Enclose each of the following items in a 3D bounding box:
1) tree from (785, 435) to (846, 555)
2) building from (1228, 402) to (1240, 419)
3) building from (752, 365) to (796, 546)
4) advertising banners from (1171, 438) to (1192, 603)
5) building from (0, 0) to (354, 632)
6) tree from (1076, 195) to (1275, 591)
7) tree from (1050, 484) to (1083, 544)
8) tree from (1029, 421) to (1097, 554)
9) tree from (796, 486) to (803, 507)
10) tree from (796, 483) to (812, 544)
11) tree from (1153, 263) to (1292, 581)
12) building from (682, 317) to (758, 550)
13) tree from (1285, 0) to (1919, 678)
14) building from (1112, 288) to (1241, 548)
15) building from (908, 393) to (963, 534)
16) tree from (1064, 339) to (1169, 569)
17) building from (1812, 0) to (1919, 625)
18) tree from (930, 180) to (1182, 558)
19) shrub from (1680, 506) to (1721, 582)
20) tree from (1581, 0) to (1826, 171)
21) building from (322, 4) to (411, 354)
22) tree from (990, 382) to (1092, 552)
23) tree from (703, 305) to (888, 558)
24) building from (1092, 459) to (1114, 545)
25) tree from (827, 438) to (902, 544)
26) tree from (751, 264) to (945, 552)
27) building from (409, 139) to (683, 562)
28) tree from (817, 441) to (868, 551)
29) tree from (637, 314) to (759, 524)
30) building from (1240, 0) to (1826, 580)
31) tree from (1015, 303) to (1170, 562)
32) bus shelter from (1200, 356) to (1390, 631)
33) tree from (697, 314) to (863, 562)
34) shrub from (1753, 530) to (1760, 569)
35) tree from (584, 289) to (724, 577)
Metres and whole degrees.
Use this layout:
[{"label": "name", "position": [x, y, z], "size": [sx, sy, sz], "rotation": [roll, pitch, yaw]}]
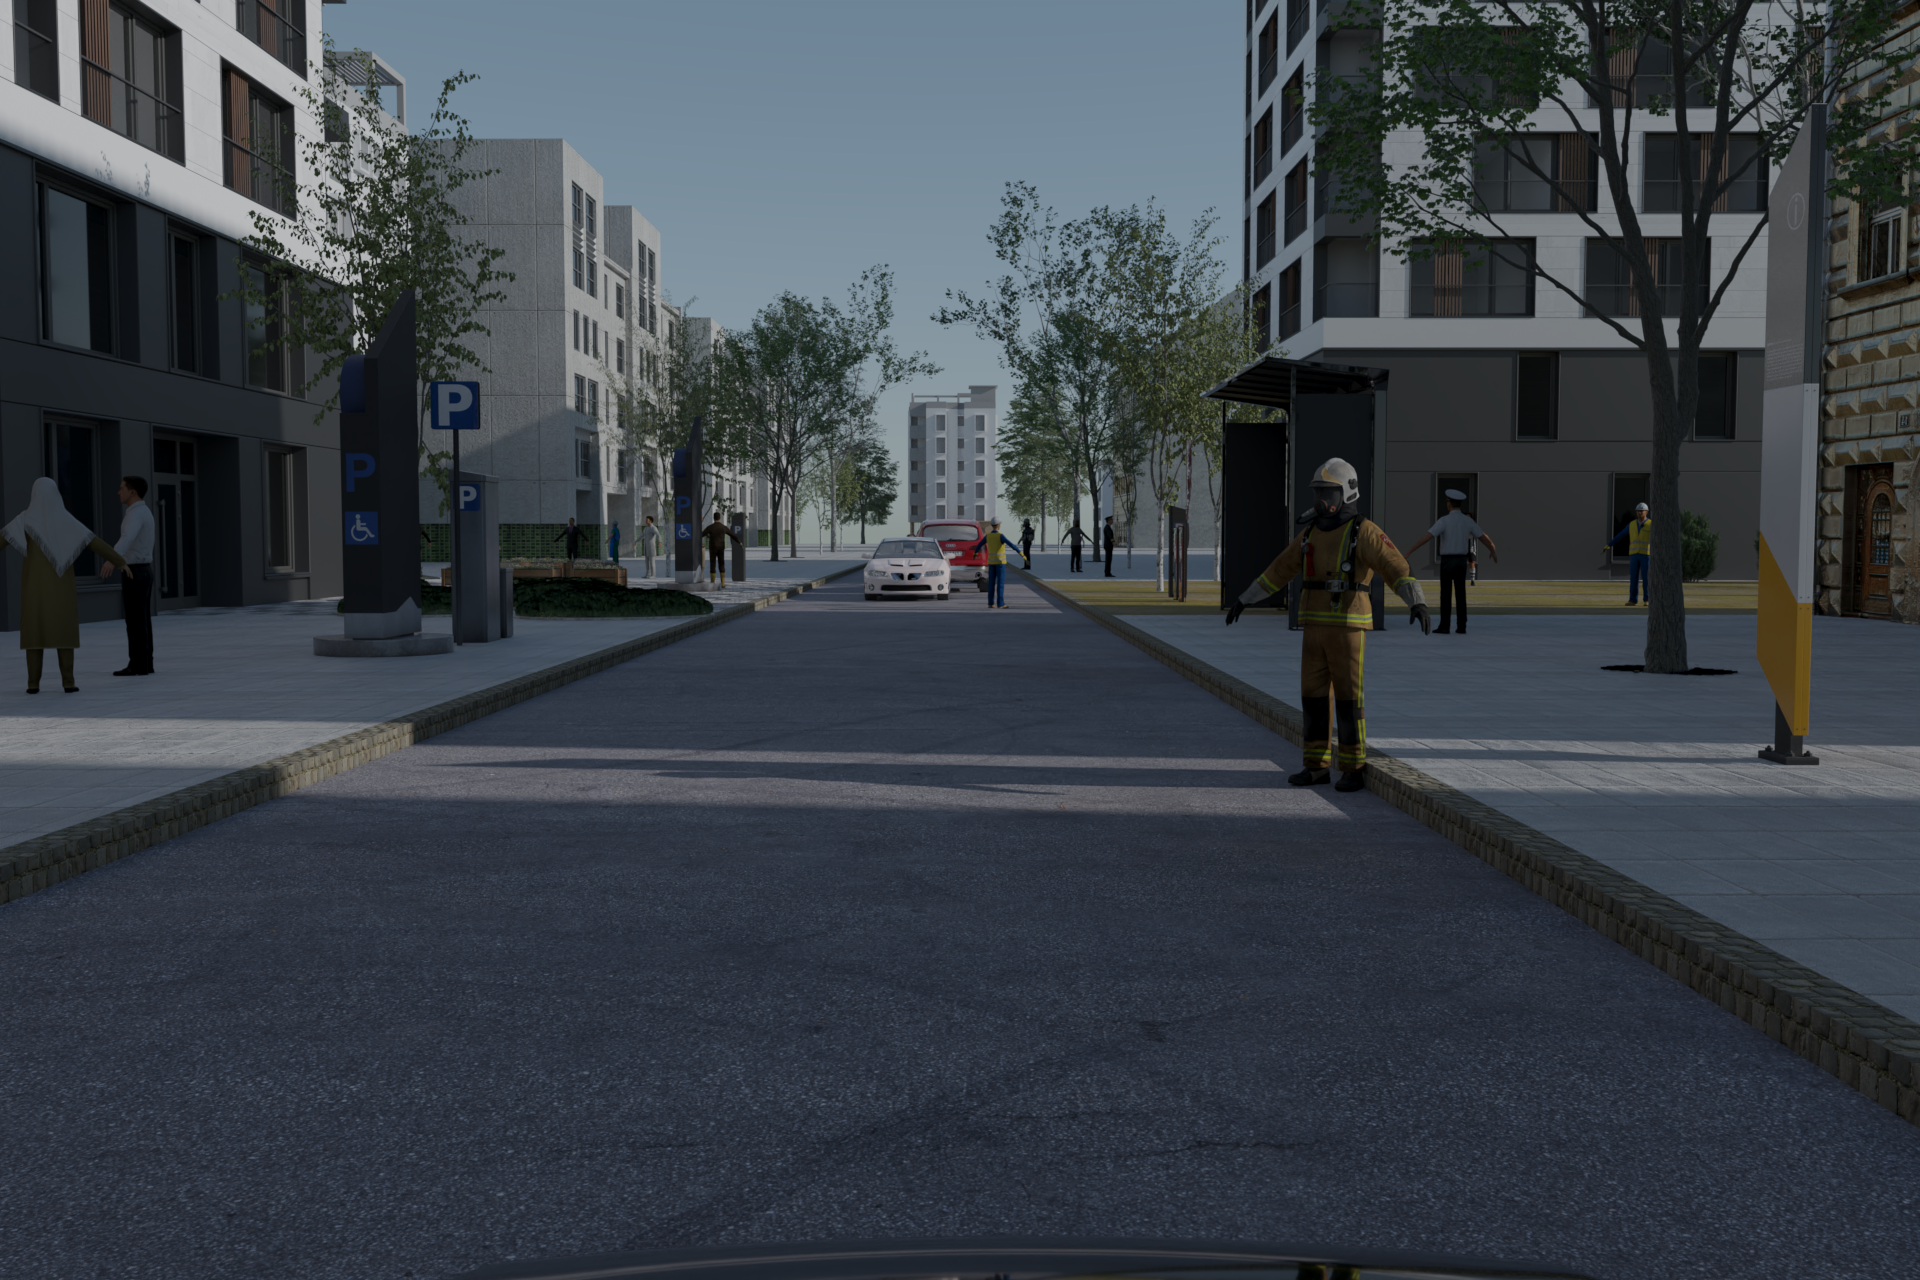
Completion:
[{"label": "tree", "position": [-8.531, -9.661, 108.323], "size": [4.360, 8.622, 3.978], "rotation": [0, 3, 0]}, {"label": "building", "position": [21.216, -9.319, 94.514], "size": [9.099, 9.664, 28.070], "rotation": [0, 4, 0]}, {"label": "building", "position": [-28.513, -20.205, 196.807], "size": [16.747, 18.905, 31.486], "rotation": [0, 4, 0]}, {"label": "advertising banners", "position": [4.200, -2.239, 32.792], "size": [0.090, 3.025, 2.074], "rotation": [0, 4, -1]}, {"label": "building", "position": [-26.332, -10.739, 19.563], "size": [27.936, 21.610, 32.646], "rotation": [0, 4, -1]}, {"label": "tree", "position": [4.731, -5.401, 38.672], "size": [4.737, 8.622, 4.395], "rotation": [0, 3, 0]}, {"label": "tree", "position": [13.821, -16.776, 224.644], "size": [4.737, 8.622, 4.395], "rotation": [0, 3, 0]}, {"label": "tree", "position": [6.131, -9.822, 110.947], "size": [4.360, 8.622, 3.978], "rotation": [0, 3, 0]}, {"label": "tree", "position": [-22.442, -16.712, 223.604], "size": [4.737, 8.622, 4.395], "rotation": [0, 3, 0]}, {"label": "tree", "position": [-20.557, -16.416, 218.770], "size": [4.737, 8.622, 4.395], "rotation": [0, 3, 0]}, {"label": "tree", "position": [7.062, -5.901, 46.836], "size": [4.737, 8.622, 4.395], "rotation": [0, 3, 0]}, {"label": "building", "position": [-28.646, -17.786, 157.261], "size": [16.747, 18.905, 31.486], "rotation": [0, 3, 0]}, {"label": "tree", "position": [6.578, -5.511, 15.868], "size": [9.928, 11.665, 9.643], "rotation": [0, 3, 0]}, {"label": "building", "position": [24.661, -20.379, 164.123], "size": [19.493, 23.208, 18.063], "rotation": [0, 4, -1]}, {"label": "building", "position": [-6.330, -22.315, 223.724], "size": [11.380, 20.090, 16.016], "rotation": [0, 4, -5]}, {"label": "tree", "position": [6.522, -6.972, 64.361], "size": [4.360, 8.622, 3.978], "rotation": [0, 3, 0]}, {"label": "building", "position": [22.707, -11.426, 17.746], "size": [19.493, 23.208, 18.063], "rotation": [0, 4, 0]}, {"label": "tree", "position": [5.210, -14.548, 93.745], "size": [12.611, 20.169, 13.585], "rotation": [0, 3, 0]}, {"label": "shrub", "position": [19.453, -2.563, 46.318], "size": [1.690, 2.028, 1.600], "rotation": [0, 3, 0]}, {"label": "tree", "position": [16.967, -11.010, 35.905], "size": [12.611, 20.169, 13.585], "rotation": [0, 3, 0]}, {"label": "building", "position": [-27.542, -12.368, 58.633], "size": [16.016, 20.090, 11.380], "rotation": [0, 4, 0]}, {"label": "tree", "position": [6.005, -12.653, 125.008], "size": [7.486, 12.596, 7.792], "rotation": [0, 3, 0]}, {"label": "tree", "position": [-9.012, -11.164, 92.895], "size": [12.009, 13.543, 11.850], "rotation": [0, 3, 0]}, {"label": "building", "position": [20.409, -15.456, 194.848], "size": [9.099, 9.664, 28.070], "rotation": [0, 3, 0]}, {"label": "tree", "position": [-12.431, -19.374, 223.419], "size": [9.857, 13.997, 8.962], "rotation": [0, 3, 0]}, {"label": "tree", "position": [-7.517, -16.178, 120.392], "size": [12.611, 20.169, 13.585], "rotation": [0, 3, 0]}, {"label": "building", "position": [-25.977, -13.891, 93.584], "size": [16.747, 18.905, 31.486], "rotation": [0, 4, 0]}, {"label": "tree", "position": [-9.093, -11.141, 132.511], "size": [4.737, 8.622, 4.395], "rotation": [0, 3, 0]}, {"label": "tree", "position": [-8.651, -6.554, 57.525], "size": [4.737, 8.622, 4.395], "rotation": [0, 3, 0]}, {"label": "building", "position": [23.895, -13.434, 63.627], "size": [27.936, 21.610, 32.646], "rotation": [0, 3, 0]}, {"label": "tree", "position": [6.093, -9.365, 78.867], "size": [9.928, 11.665, 9.643], "rotation": [0, 3, 0]}, {"label": "bus shelter", "position": [4.884, -2.124, 26.015], "size": [1.731, 3.624, 6.357], "rotation": [0, 3, 0]}, {"label": "tree", "position": [-8.491, -9.471, 80.604], "size": [9.928, 11.665, 9.643], "rotation": [0, 3, 0]}, {"label": "shrub", "position": [21.640, -2.520, 45.249], "size": [1.661, 2.075, 1.752], "rotation": [0, 3, 0]}, {"label": "tree", "position": [-8.480, -6.181, 51.425], "size": [4.360, 8.622, 3.978], "rotation": [0, 3, 0]}]
